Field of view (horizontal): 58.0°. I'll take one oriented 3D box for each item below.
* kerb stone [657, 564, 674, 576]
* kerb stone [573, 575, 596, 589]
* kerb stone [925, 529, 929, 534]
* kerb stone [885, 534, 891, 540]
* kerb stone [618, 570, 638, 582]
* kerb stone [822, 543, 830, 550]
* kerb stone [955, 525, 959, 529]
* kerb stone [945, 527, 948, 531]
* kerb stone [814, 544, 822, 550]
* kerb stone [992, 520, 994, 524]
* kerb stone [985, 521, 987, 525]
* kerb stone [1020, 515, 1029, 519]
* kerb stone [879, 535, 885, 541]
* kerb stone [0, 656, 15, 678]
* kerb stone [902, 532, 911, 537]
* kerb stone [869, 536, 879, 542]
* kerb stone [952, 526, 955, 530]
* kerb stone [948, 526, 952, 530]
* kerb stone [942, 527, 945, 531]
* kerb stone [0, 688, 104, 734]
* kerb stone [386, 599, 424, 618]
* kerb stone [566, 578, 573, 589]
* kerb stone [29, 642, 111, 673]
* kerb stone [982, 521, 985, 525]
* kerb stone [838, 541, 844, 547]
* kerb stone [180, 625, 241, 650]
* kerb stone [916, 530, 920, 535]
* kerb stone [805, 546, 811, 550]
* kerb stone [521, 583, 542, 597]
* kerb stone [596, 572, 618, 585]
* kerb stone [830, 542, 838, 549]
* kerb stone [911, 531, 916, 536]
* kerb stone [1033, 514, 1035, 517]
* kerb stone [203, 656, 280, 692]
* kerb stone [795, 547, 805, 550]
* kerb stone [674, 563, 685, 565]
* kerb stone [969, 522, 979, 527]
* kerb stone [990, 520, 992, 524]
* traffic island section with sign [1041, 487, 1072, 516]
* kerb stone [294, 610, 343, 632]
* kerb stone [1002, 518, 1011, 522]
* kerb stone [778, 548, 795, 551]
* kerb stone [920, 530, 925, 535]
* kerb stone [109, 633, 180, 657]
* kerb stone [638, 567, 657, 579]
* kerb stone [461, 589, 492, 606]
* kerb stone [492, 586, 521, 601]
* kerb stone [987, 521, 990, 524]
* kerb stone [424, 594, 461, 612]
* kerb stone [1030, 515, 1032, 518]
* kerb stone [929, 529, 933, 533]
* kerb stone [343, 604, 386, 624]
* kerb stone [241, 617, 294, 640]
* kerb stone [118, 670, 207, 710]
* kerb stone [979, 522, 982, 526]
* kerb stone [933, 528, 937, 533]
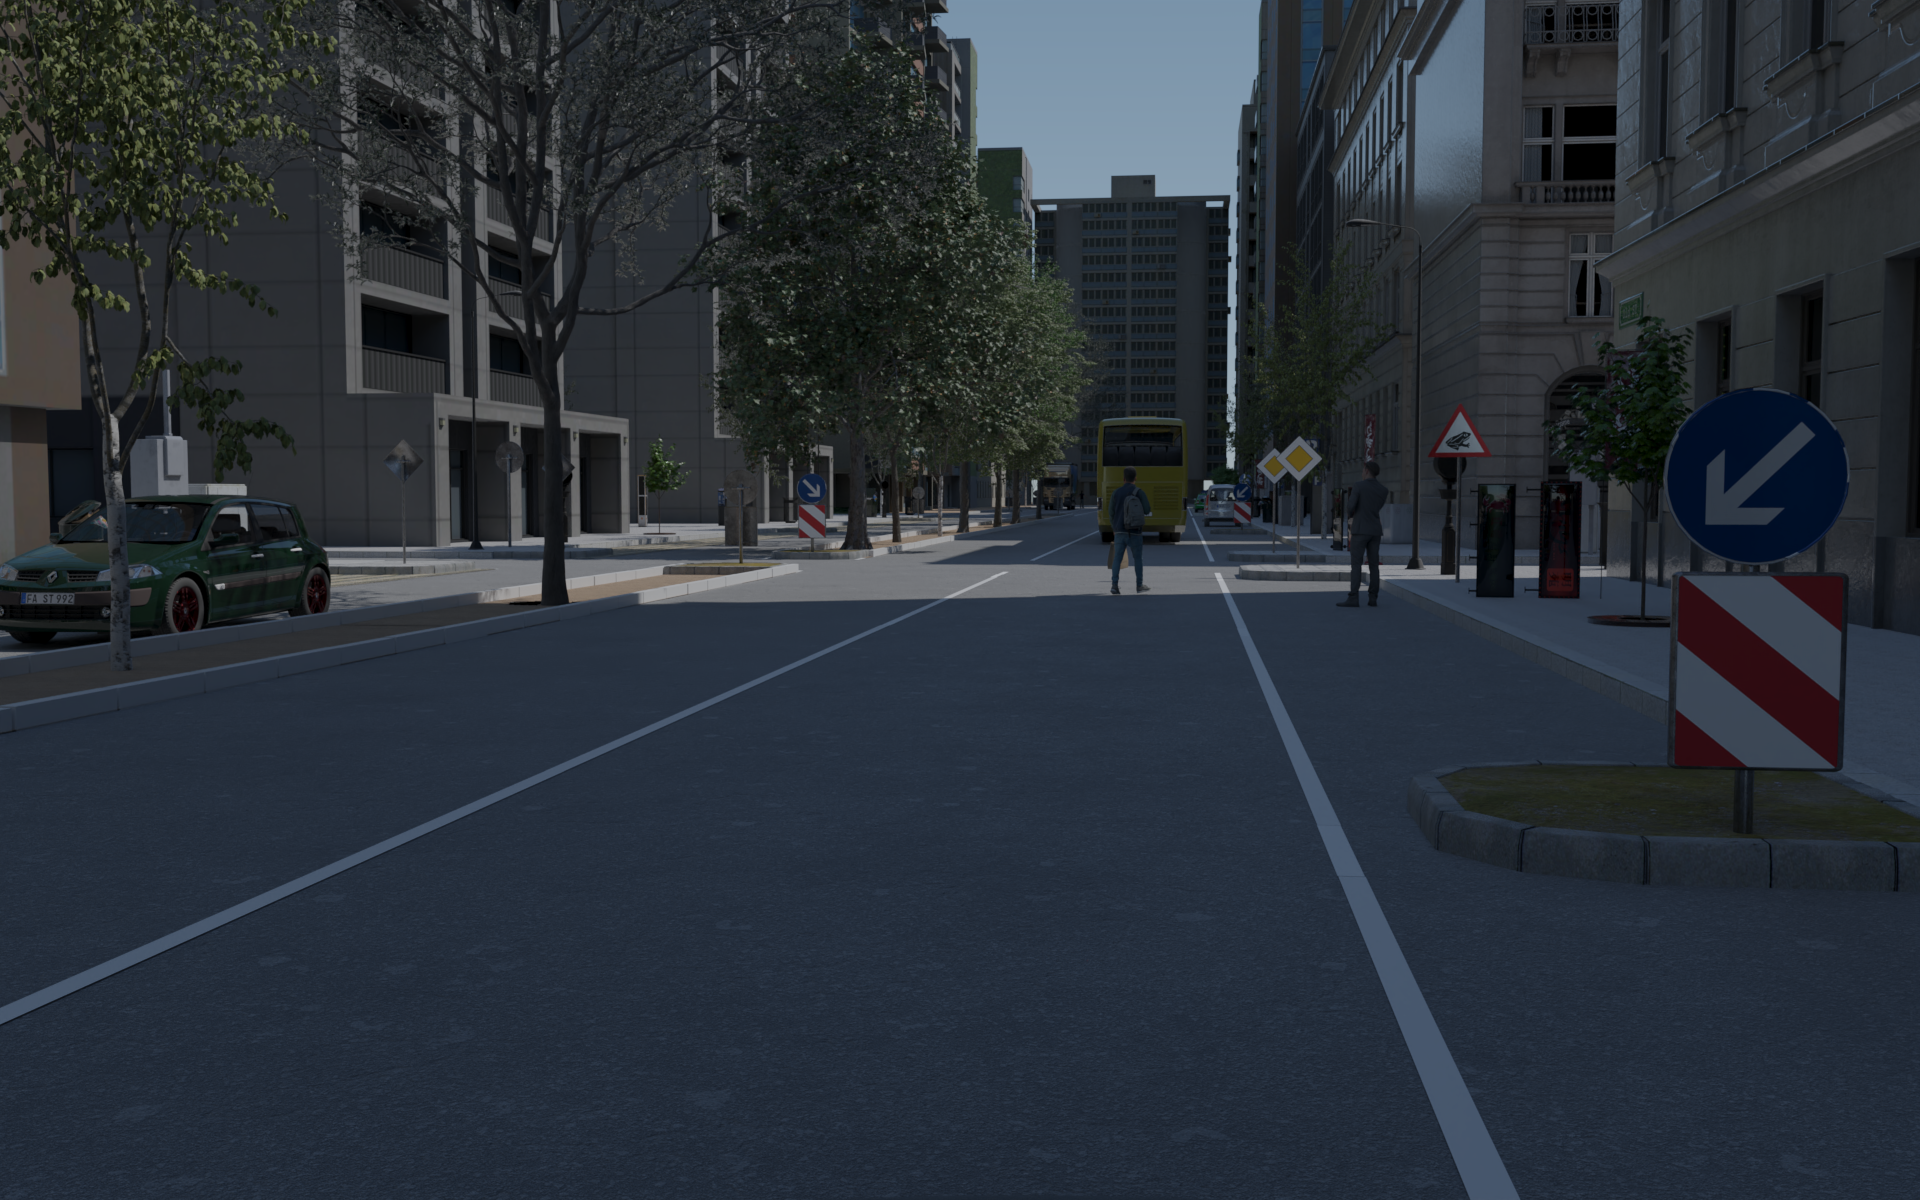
[{"bbox_3d":[-5.304,-0.512,30.564,0.120,0.150,1.000,0,4,7],"label":"kerb stone"},{"bbox_3d":[-5.828,-0.263,26.498,0.120,0.150,1.000,0,4,7],"label":"kerb stone"},{"bbox_3d":[-1.314,-2.407,61.605,0.120,0.150,1.000,0,4,7],"label":"kerb stone"},{"bbox_3d":[-2.363,-1.908,53.469,0.120,0.150,1.000,0,4,7],"label":"kerb stone"},{"bbox_3d":[-5.557,-0.388,28.533,0.120,0.150,1.000,0,4,7],"label":"kerb stone"},{"bbox_3d":[-3.542,-1.347,44.305,0.120,0.150,1.000,0,4,7],"label":"kerb stone"},{"bbox_3d":[-0.275,-2.907,69.756,0.120,0.150,1.000,0,4,7],"label":"kerb stone"},{"bbox_3d":[-0.670,-2.720,66.704,0.120,0.150,1.000,0,4,7],"label":"kerb stone"},{"bbox_3d":[-3.670,-1.288,43.291,0.120,0.150,1.000,0,4,7],"label":"kerb stone"},{"bbox_3d":[1.411,-3.715,82.967,0.120,0.150,1.000,0,4,7],"label":"kerb stone"},{"bbox_3d":[1.029,-3.526,79.913,0.120,0.150,1.000,0,4,7],"label":"kerb stone"},{"bbox_3d":[3.770,-4.835,101.244,0.120,0.150,1.000,0,4,7],"label":"kerb stone"},{"bbox_3d":[-2.487,-1.847,52.445,0.120,0.150,1.000,0,4,7],"label":"kerb stone"},{"bbox_3d":[-7.519,0.548,13.267,0.120,0.150,1.000,0,4,7],"label":"kerb stone"},{"bbox_3d":[-1.836,-2.162,57.539,0.120,0.150,1.000,0,4,7],"label":"kerb stone"},{"bbox_3d":[-2.626,-1.786,51.424,0.120,0.150,1.000,0,4,7],"label":"kerb stone"},{"bbox_3d":[-0.408,-2.838,68.739,0.120,0.150,1.000,0,4,7],"label":"kerb stone"},{"bbox_3d":[-0.539,-2.784,67.720,0.120,0.150,1.000,0,4,7],"label":"kerb stone"},{"bbox_3d":[-0.803,-2.660,65.681,0.120,0.150,1.000,0,4,7],"label":"kerb stone"},{"bbox_3d":[-5.695,0.687,10.961,0.120,0.150,1.000,0,4,7],"label":"kerb stone"},{"bbox_3d":[-6.613,0.111,20.399,0.120,0.150,1.000,0,4,7],"label":"kerb stone"},{"bbox_3d":[-5.960,-0.200,25.475,0.120,0.150,1.000,0,4,7],"label":"kerb stone"},{"bbox_3d":[-7.385,0.484,14.280,0.120,0.150,1.000,0,4,7],"label":"kerb stone"},{"bbox_3d":[0.898,-3.466,78.899,0.120,0.150,1.000,0,4,7],"label":"kerb stone"},{"bbox_3d":[-3.281,-1.477,46.338,0.120,0.150,1.000,0,4,7],"label":"kerb stone"},{"bbox_3d":[-7.125,0.361,16.322,0.120,0.150,1.000,0,4,7],"label":"kerb stone"},{"bbox_3d":[-1.589,-2.286,59.568,0.120,0.150,1.000,0,4,7],"label":"kerb stone"},{"bbox_3d":[-3.801,-1.221,42.277,0.120,0.150,1.000,0,4,7],"label":"kerb stone"},{"bbox_3d":[-6.089,-0.137,24.461,0.120,0.150,1.000,0,4,7],"label":"kerb stone"},{"bbox_3d":[-5.689,-0.326,27.520,0.120,0.150,1.000,0,4,7],"label":"kerb stone"},{"bbox_3d":[-3.410,-1.414,45.319,0.120,0.150,1.000,0,4,7],"label":"kerb stone"},{"bbox_3d":[-1.710,-2.224,58.553,0.120,0.150,1.000,0,4,7],"label":"kerb stone"},{"bbox_3d":[4.288,-5.080,105.316,0.120,0.150,1.000,0,4,7],"label":"kerb stone"},{"bbox_3d":[-5.433,0.563,12.988,0.120,0.150,1.000,0,4,7],"label":"kerb stone"},{"bbox_3d":[-3.931,-1.166,41.253,0.120,0.150,1.000,0,4,7],"label":"kerb stone"},{"bbox_3d":[-5.172,-0.575,31.591,0.120,0.150,1.000,0,4,7],"label":"kerb stone"},{"bbox_3d":[0.635,-3.344,76.871,0.120,0.150,1.000,0,4,7],"label":"kerb stone"},{"bbox_3d":[1.291,-3.653,81.948,0.120,0.150,1.000,0,4,7],"label":"kerb stone"},{"bbox_3d":[6.378,-6.430,113.263,2.006,1.907,1.989,0,4,7],"label":"traffic island section with sign"},{"bbox_3d":[-6.869,0.236,18.362,0.120,0.150,1.000,0,4,7],"label":"kerb stone"},{"bbox_3d":[2.467,-4.214,91.102,0.120,0.150,1.000,0,4,7],"label":"kerb stone"},{"bbox_3d":[-4.052,-1.102,40.238,0.120,0.150,1.000,0,4,7],"label":"kerb stone"},{"bbox_3d":[-1.444,-2.348,60.584,0.120,0.150,1.000,0,4,7],"label":"kerb stone"},{"bbox_3d":[-7.257,0.422,15.303,0.120,0.150,1.000,0,4,7],"label":"kerb stone"},{"bbox_3d":[-5.427,-0.445,29.547,0.120,0.150,1.000,0,4,7],"label":"kerb stone"},{"bbox_3d":[-6.346,-0.012,22.429,0.120,0.150,1.000,0,4,7],"label":"kerb stone"},{"bbox_3d":[-6.218,-0.076,23.443,0.120,0.150,1.000,0,4,7],"label":"kerb stone"},{"bbox_3d":[1.159,-3.593,80.934,0.120,0.150,1.000,0,4,7],"label":"kerb stone"},{"bbox_3d":[-6.472,0.048,21.411,0.120,0.150,1.000,0,4,7],"label":"kerb stone"},{"bbox_3d":[4.026,-4.958,103.279,0.120,0.150,1.000,0,4,7],"label":"kerb stone"},{"bbox_3d":[-1.192,-2.464,62.621,0.120,0.150,1.000,0,4,7],"label":"kerb stone"},{"bbox_3d":[-6.735,0.172,19.384,0.120,0.150,1.000,0,4,7],"label":"kerb stone"},{"bbox_3d":[-7.003,0.304,17.342,0.120,0.150,1.000,0,4,7],"label":"kerb stone"},{"bbox_3d":[-5.563,0.625,11.974,0.120,0.150,1.000,0,4,7],"label":"kerb stone"},{"bbox_3d":[0.758,-3.405,77.886,0.120,0.150,1.000,0,4,7],"label":"kerb stone"},{"bbox_3d":[-1.062,-2.530,63.649,0.120,0.150,1.000,0,4,7],"label":"kerb stone"}]
